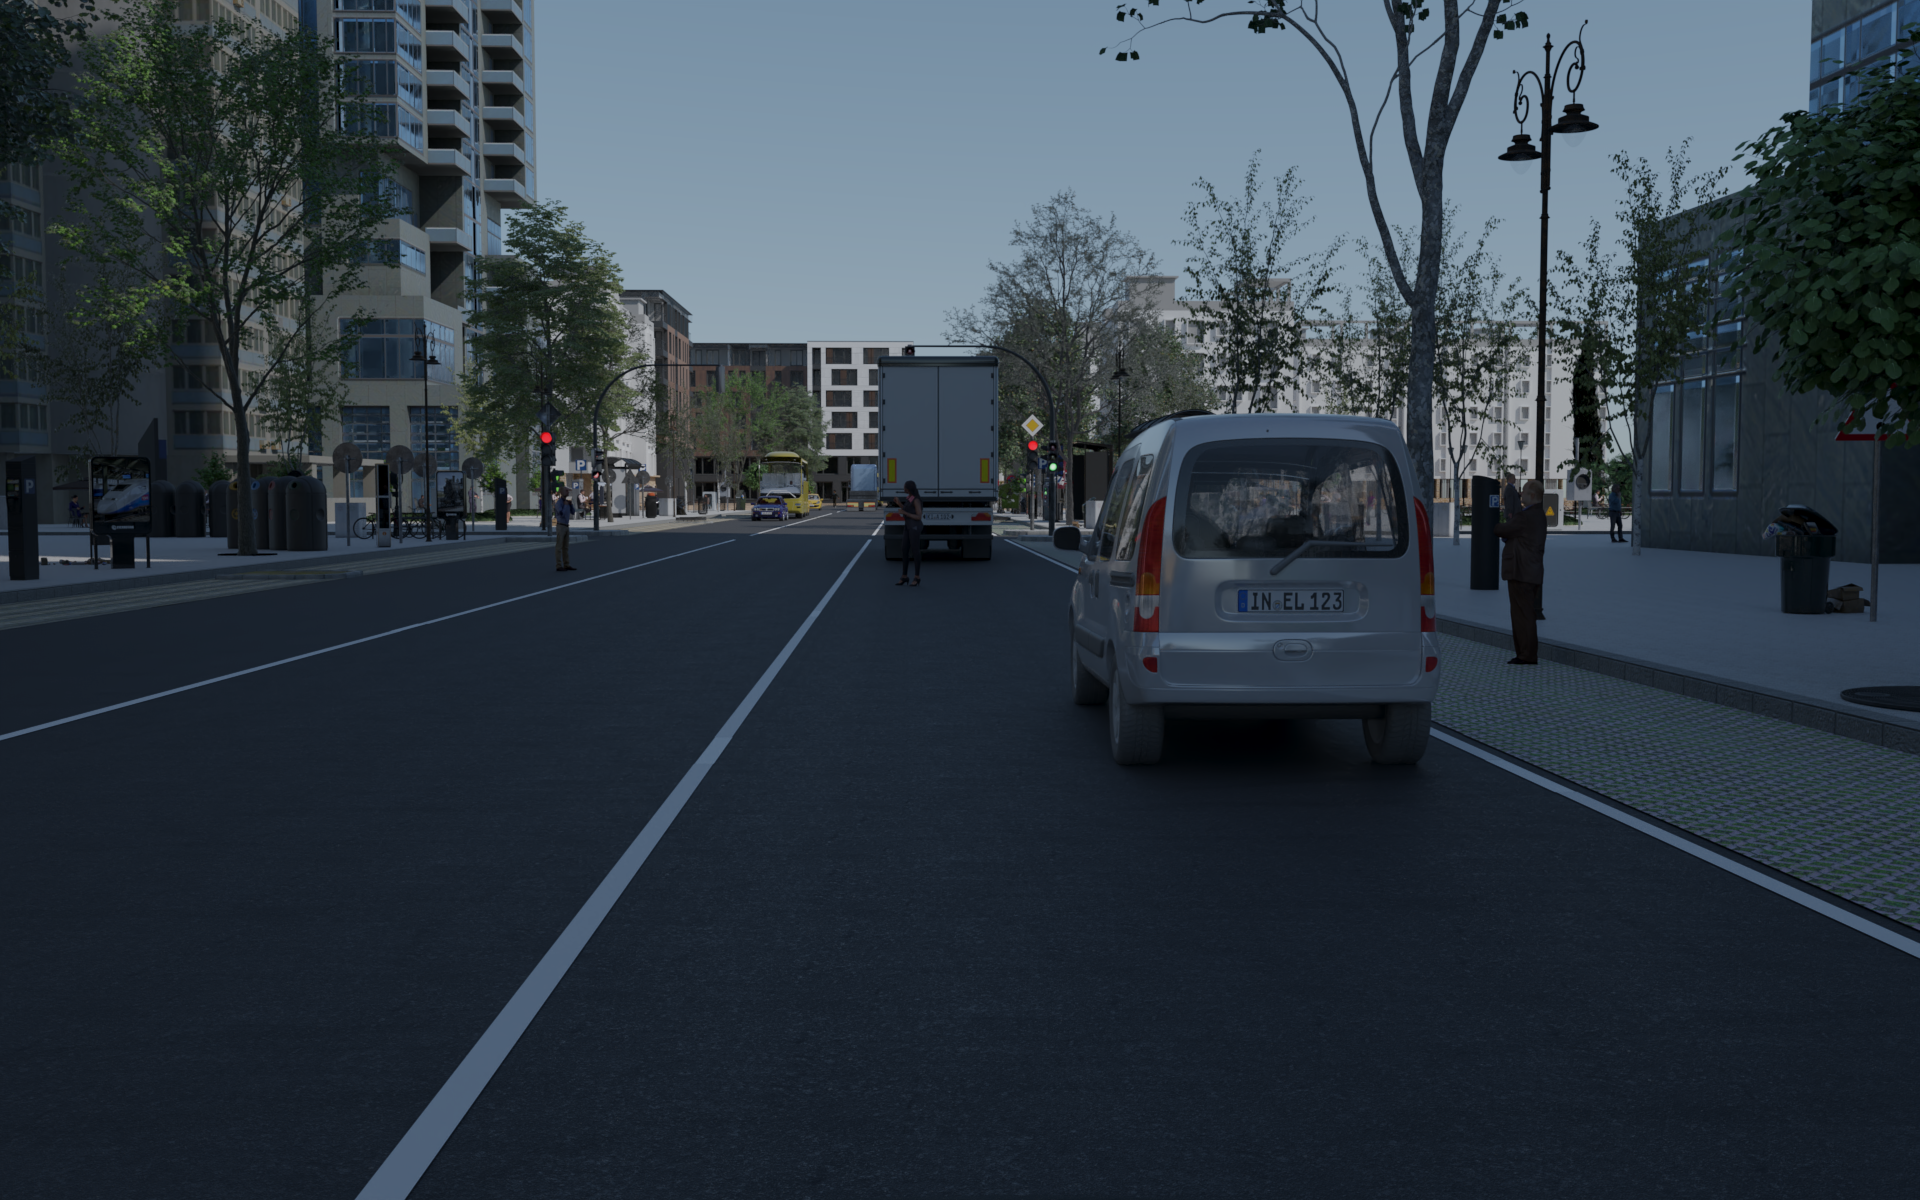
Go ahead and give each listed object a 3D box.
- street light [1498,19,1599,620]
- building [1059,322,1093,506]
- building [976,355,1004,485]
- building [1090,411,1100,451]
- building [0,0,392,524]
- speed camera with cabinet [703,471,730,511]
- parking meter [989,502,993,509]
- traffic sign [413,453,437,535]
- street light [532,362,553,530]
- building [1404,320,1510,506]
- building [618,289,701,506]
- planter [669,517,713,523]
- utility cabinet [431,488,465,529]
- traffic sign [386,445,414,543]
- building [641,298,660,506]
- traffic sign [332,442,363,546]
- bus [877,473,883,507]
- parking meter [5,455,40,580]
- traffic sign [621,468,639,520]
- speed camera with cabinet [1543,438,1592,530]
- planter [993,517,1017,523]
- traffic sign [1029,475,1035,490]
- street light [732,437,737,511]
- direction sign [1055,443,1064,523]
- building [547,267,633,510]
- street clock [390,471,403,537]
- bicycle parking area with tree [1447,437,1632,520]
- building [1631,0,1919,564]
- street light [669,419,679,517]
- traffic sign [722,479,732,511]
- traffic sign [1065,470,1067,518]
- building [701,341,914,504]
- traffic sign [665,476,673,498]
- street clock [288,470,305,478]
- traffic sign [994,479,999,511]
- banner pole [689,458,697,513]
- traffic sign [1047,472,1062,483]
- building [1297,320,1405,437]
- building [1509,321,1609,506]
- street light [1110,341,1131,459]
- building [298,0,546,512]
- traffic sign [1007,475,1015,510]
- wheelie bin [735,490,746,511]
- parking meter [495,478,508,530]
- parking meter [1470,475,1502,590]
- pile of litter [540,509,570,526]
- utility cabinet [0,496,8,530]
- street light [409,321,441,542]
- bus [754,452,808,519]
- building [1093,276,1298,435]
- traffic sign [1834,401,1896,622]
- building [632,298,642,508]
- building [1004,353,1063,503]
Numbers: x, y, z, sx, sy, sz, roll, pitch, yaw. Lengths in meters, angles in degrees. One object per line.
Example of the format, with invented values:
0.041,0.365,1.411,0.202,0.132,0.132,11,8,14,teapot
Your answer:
5.899,-2.737,17.543,0.468,5.910,1.993,0,4,-2,street light
19.008,-20.772,196.049,16.016,20.091,11.380,0,4,-2,building
-0.013,-23.406,239.108,11.380,20.091,16.016,0,4,-2,building
16.723,-14.289,175.767,9.099,9.664,28.070,0,4,-2,building
-45.234,-23.800,81.018,32.217,40.220,23.993,0,4,-2,building
-18.843,-8.532,133.838,2.038,3.252,0.660,1,4,11,speed camera with cabinet
2.359,-7.663,133.699,0.372,1.533,0.369,0,3,0,parking meter
-16.505,-3.262,53.435,0.768,2.556,0.104,0,4,-1,traffic sign
-14.676,-5.390,60.906,0.468,5.910,1.993,0,4,-2,street light
53.049,-20.704,194.928,11.380,20.091,16.016,0,4,-2,building
-46.350,-20.957,186.616,32.646,21.610,27.936,0,4,-2,building
-13.204,-3.923,85.273,1.991,0.319,1.994,0,4,-2,planter
-18.699,-3.340,63.284,1.173,1.500,0.318,-1,4,-14,utility cabinet
-14.535,-2.743,44.956,0.768,2.556,0.104,0,4,5,traffic sign
-37.179,-18.856,164.720,16.016,20.091,11.380,0,4,-2,building
-15.083,-2.602,42.655,0.768,2.556,0.104,0,4,4,traffic sign
-10.161,-12.739,199.835,2.896,3.916,12.252,0,4,-2,bus
-13.991,-1.231,25.840,0.255,1.863,0.399,1,4,9,parking meter
-16.582,-5.324,87.046,0.884,2.594,0.081,0,4,-1,traffic sign
21.292,-4.097,61.319,2.038,3.252,0.660,-1,4,-10,speed camera with cabinet
1.769,-3.953,85.764,1.991,0.319,1.994,0,4,-2,planter
4.822,-6.897,112.876,0.768,2.556,0.104,0,4,5,traffic sign
-17.002,-9.638,130.367,0.468,5.910,1.993,0,4,-2,street light
4.325,-5.227,77.466,0.379,3.537,0.876,-3,5,-39,direction sign
-35.995,-17.443,141.613,16.016,20.091,11.380,0,4,-2,building
-17.001,-2.918,52.286,0.358,2.002,0.471,0,4,7,street clock
30.559,-6.333,90.549,9.016,4.147,8.231,0,3,0,bicycle parking area with tree
28.024,-43.538,24.514,22.319,86.520,31.000,0,4,-2,building
-15.858,-7.532,95.942,0.468,5.910,1.993,0,4,-2,street light
-17.714,-8.087,132.229,0.884,2.594,0.081,0,4,0,traffic sign
5.621,-5.620,91.893,0.884,2.594,0.081,0,4,5,traffic sign
-22.937,-24.508,244.683,32.646,21.610,27.936,0,4,-2,building
-20.026,-7.309,119.616,0.768,2.556,0.104,0,4,8,traffic sign
-20.052,-2.924,52.379,0.471,2.002,0.358,0,4,2,street clock
2.633,-8.083,132.258,0.768,2.556,0.104,0,4,6,traffic sign
-18.293,-7.844,118.261,0.401,3.779,0.863,-2,4,-33,banner pole
4.702,-5.273,86.316,0.768,2.556,0.104,0,4,3,traffic sign
41.666,-20.698,194.824,11.380,20.091,16.016,0,4,-2,building
64.422,-20.727,195.310,11.380,20.091,16.016,0,4,-2,building
4.836,-4.879,52.552,0.468,5.910,1.993,0,4,-2,street light
-40.311,-49.085,115.212,22.319,86.520,31.000,0,4,-2,building
3.501,-7.147,116.966,0.768,2.556,0.104,0,4,-2,traffic sign
-17.091,-7.774,135.014,0.980,1.594,0.693,3,5,40,wheelie bin
-16.225,-3.398,61.263,0.399,1.863,0.255,-3,4,-36,parking meter
7.048,-0.906,23.226,0.372,1.533,0.369,0,3,0,parking meter
-16.368,-3.418,69.842,1.176,0.858,1.719,-1,4,-20,pile of litter
-34.297,-3.131,62.352,1.020,1.237,0.306,0,4,6,utility cabinet
-14.294,-4.504,46.429,0.468,5.910,1.993,0,4,-2,street light
-10.524,-6.869,103.851,2.896,3.916,12.252,0,4,-3,bus
20.810,-18.316,155.881,16.016,20.091,11.380,0,4,-2,building
9.185,-1.061,17.344,0.884,2.594,0.081,0,4,3,traffic sign
-37.381,-18.161,153.349,16.016,20.091,11.380,0,4,-2,building
21.808,-24.550,245.368,32.646,21.610,27.936,0,4,-2,building
